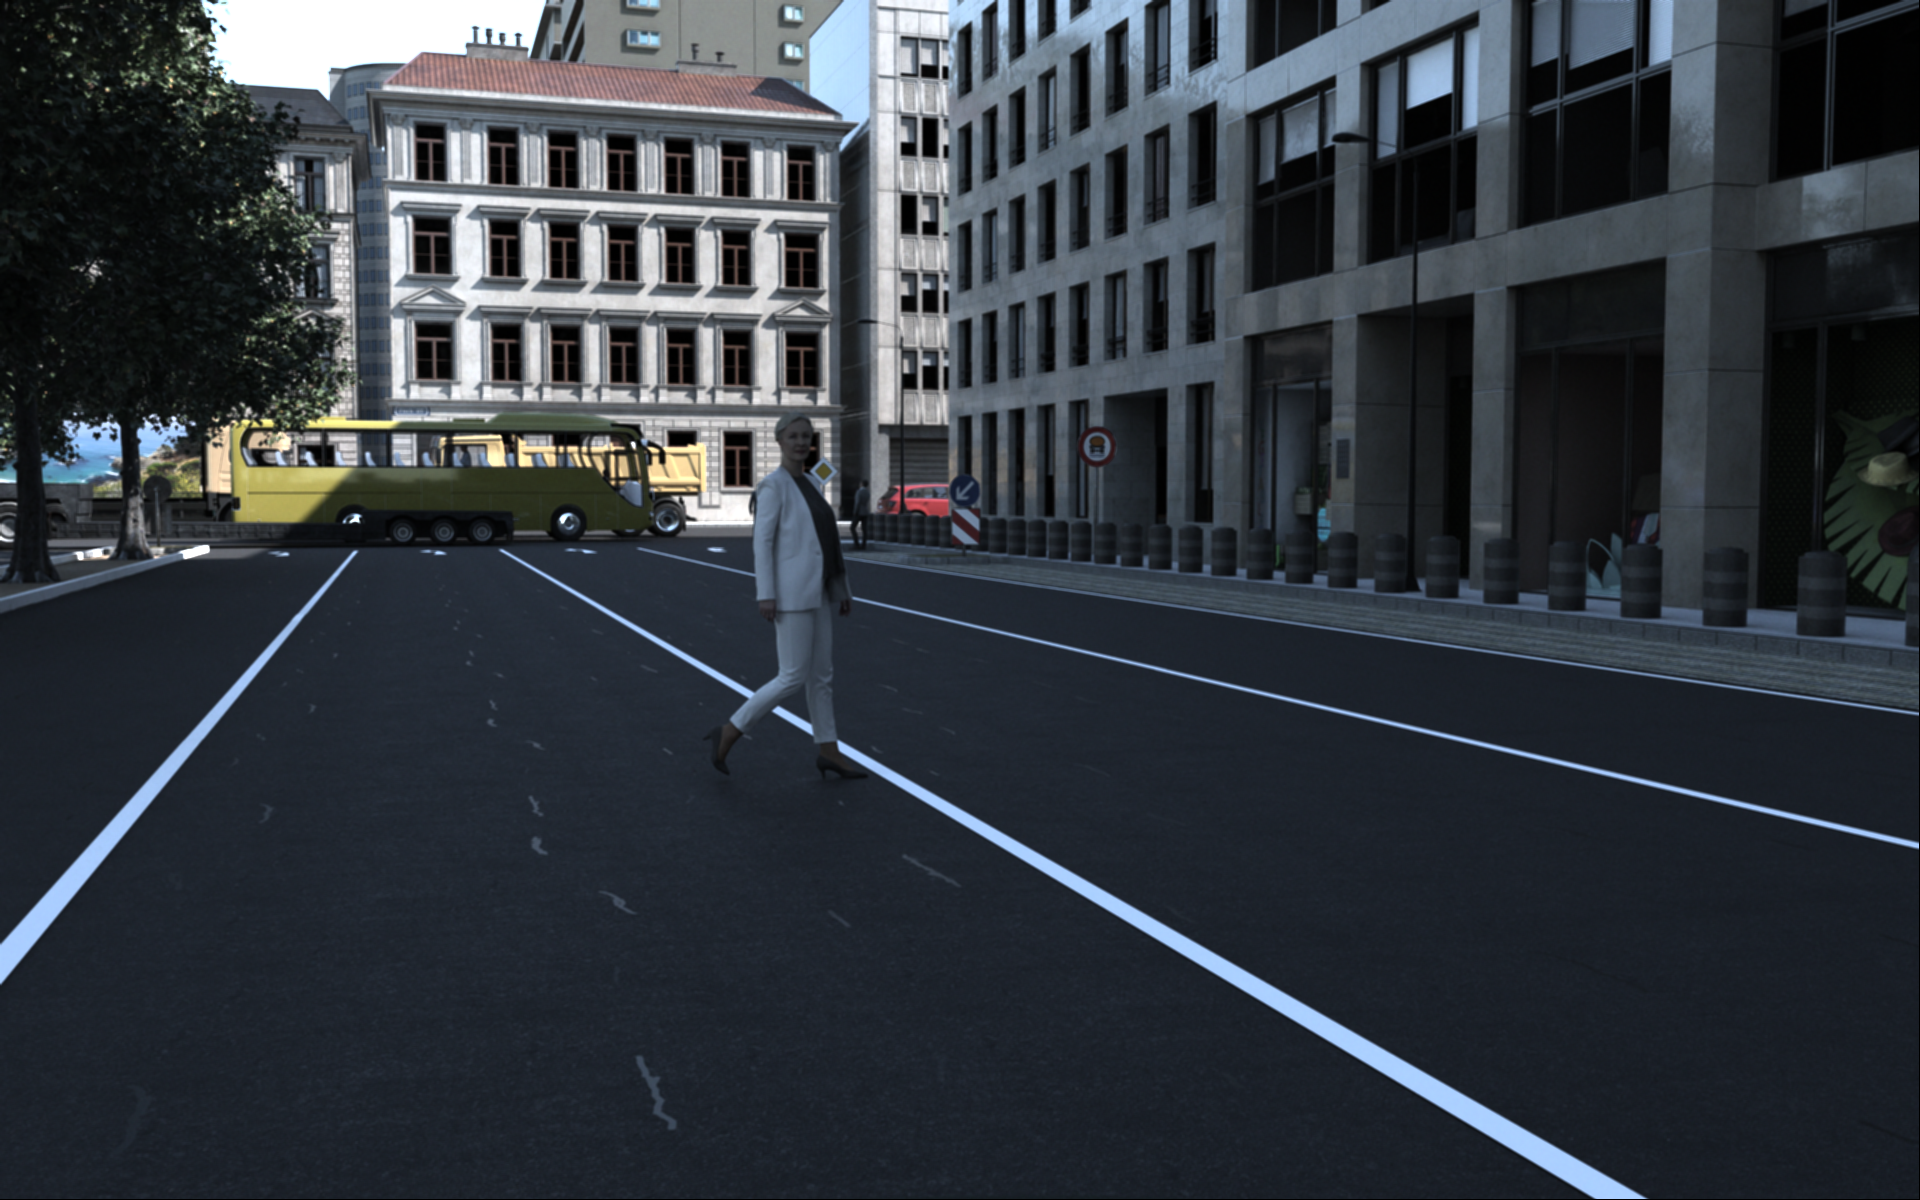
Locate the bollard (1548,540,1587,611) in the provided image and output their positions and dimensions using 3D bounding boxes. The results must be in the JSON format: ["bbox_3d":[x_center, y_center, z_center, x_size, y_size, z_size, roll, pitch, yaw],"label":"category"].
[{"bbox_3d":[6.710,-0.270,19.128,0.404,0.777,0.398,0,3,0],"label":"bollard"}]

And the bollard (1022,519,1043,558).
[{"bbox_3d":[1.565,-1.252,35.180,0.404,0.777,0.398,0,3,0],"label":"bollard"}]

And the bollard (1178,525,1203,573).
[{"bbox_3d":[3.769,-0.831,28.298,0.404,0.777,0.398,0,3,0],"label":"bollard"}]

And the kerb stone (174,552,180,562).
[{"bbox_3d":[-16.627,-0.876,36.524,0.120,0.150,1.000,-1,4,-18],"label":"kerb stone"}]

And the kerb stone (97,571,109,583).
[{"bbox_3d":[-13.804,-0.334,27.698,0.120,0.150,1.000,-1,4,-18],"label":"kerb stone"}]

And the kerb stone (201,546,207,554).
[{"bbox_3d":[-18.195,-1.176,41.418,0.120,0.150,1.000,-1,4,-18],"label":"kerb stone"}]

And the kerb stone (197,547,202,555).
[{"bbox_3d":[-17.886,-1.109,40.434,0.120,0.150,1.000,-1,4,-18],"label":"kerb stone"}]

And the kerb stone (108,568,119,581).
[{"bbox_3d":[-14.115,-0.396,28.676,0.120,0.150,1.000,-1,4,-18],"label":"kerb stone"}]

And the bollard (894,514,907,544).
[{"bbox_3d":[-1.384,-1.815,44.385,0.404,0.777,0.398,0,3,0],"label":"bollard"}]

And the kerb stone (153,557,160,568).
[{"bbox_3d":[-15.684,-0.696,33.575,0.120,0.150,1.000,-1,4,-18],"label":"kerb stone"}]

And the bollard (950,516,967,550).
[{"bbox_3d":[0.088,-1.533,39.787,0.404,0.777,0.398,0,3,0],"label":"bollard"}]

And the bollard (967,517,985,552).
[{"bbox_3d":[0.455,-1.463,38.642,0.404,0.777,0.398,0,3,0],"label":"bollard"}]

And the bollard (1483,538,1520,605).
[{"bbox_3d":[6.342,-0.340,20.282,0.404,0.777,0.398,0,3,0],"label":"bollard"}]

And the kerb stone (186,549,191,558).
[{"bbox_3d":[-17.257,-0.996,38.478,0.120,0.150,1.000,-1,4,-18],"label":"kerb stone"}]

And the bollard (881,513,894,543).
[{"bbox_3d":[-1.752,-1.885,45.529,0.404,0.777,0.398,0,3,0],"label":"bollard"}]

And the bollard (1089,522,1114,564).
[{"bbox_3d":[2.667,-1.041,31.739,0.404,0.777,0.398,0,3,0],"label":"bollard"}]

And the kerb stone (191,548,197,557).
[{"bbox_3d":[-17.567,-1.055,39.458,0.120,0.150,1.000,-1,4,-18],"label":"kerb stone"}]

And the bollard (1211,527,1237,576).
[{"bbox_3d":[4.139,-0.761,27.155,0.404,0.777,0.398,0,3,0],"label":"bollard"}]

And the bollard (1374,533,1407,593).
[{"bbox_3d":[5.611,-0.480,22.573,0.404,0.777,0.398,0,3,0],"label":"bollard"}]

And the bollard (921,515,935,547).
[{"bbox_3d":[-0.650,-1.675,42.096,0.404,0.777,0.398,0,3,0],"label":"bollard"}]

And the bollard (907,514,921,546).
[{"bbox_3d":[-1.018,-1.745,43.240,0.404,0.777,0.398,0,3,0],"label":"bollard"}]

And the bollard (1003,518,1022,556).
[{"bbox_3d":[1.200,-1.322,36.325,0.404,0.777,0.398,0,3,0],"label":"bollard"}]

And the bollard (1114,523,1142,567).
[{"bbox_3d":[3.037,-0.971,30.588,0.404,0.777,0.398,0,3,0],"label":"bollard"}]

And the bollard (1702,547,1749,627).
[{"bbox_3d":[7.442,-0.130,16.837,0.404,0.777,0.398,0,3,0],"label":"bollard"}]

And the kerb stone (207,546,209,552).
[{"bbox_3d":[-18.509,-1.235,42.396,0.120,0.150,1.000,-1,4,-18],"label":"kerb stone"}]

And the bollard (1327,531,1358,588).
[{"bbox_3d":[5.241,-0.550,23.717,0.404,0.777,0.398,0,3,0],"label":"bollard"}]

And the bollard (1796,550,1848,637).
[{"bbox_3d":[7.808,-0.060,15.692,0.404,0.777,0.398,0,3,0],"label":"bollard"}]

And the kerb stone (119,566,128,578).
[{"bbox_3d":[-14.427,-0.456,29.654,0.120,0.150,1.000,-1,4,-18],"label":"kerb stone"}]

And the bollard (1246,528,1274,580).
[{"bbox_3d":[4.507,-0.691,26.009,0.404,0.777,0.398,0,3,0],"label":"bollard"}]

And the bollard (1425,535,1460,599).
[{"bbox_3d":[5.971,-0.410,21.426,0.404,0.777,0.398,0,3,0],"label":"bollard"}]

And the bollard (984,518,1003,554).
[{"bbox_3d":[0.829,-1.392,37.474,0.404,0.777,0.398,0,3,0],"label":"bollard"}]

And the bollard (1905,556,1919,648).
[{"bbox_3d":[8.175,0.010,14.548,0.404,0.777,0.398,0,3,0],"label":"bollard"}]

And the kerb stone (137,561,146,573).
[{"bbox_3d":[-15.055,-0.576,31.621,0.120,0.150,1.000,-1,4,-18],"label":"kerb stone"}]

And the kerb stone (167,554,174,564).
[{"bbox_3d":[-16.316,-0.817,35.546,0.120,0.150,1.000,-1,4,-18],"label":"kerb stone"}]

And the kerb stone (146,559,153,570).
[{"bbox_3d":[-15.368,-0.636,32.598,0.120,0.150,1.000,-1,4,-18],"label":"kerb stone"}]

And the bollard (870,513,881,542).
[{"bbox_3d":[-2.115,-1.955,46.674,0.404,0.777,0.398,0,3,0],"label":"bollard"}]

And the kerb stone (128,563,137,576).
[{"bbox_3d":[-14.737,-0.516,30.633,0.120,0.150,1.000,-1,4,-18],"label":"kerb stone"}]

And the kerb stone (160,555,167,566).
[{"bbox_3d":[-16.003,-0.757,34.565,0.120,0.150,1.000,-1,4,-18],"label":"kerb stone"}]

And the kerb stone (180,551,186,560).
[{"bbox_3d":[-16.935,-0.936,37.503,0.120,0.150,1.000,-1,4,-18],"label":"kerb stone"}]

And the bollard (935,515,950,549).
[{"bbox_3d":[-0.283,-1.604,40.941,0.404,0.777,0.398,0,3,0],"label":"bollard"}]

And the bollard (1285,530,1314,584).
[{"bbox_3d":[4.874,-0.621,24.865,0.404,0.777,0.398,0,3,0],"label":"bollard"}]

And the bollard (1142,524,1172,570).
[{"bbox_3d":[3.406,-0.901,29.444,0.404,0.777,0.398,0,3,0],"label":"bollard"}]

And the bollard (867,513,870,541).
[{"bbox_3d":[-2.488,-2.025,47.826,0.404,0.777,0.398,0,3,0],"label":"bollard"}]

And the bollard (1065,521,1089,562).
[{"bbox_3d":[2.302,-1.111,32.884,0.404,0.777,0.398,0,3,0],"label":"bollard"}]

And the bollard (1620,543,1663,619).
[{"bbox_3d":[7.076,-0.200,17.981,0.404,0.777,0.398,0,3,0],"label":"bollard"}]

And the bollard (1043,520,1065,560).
[{"bbox_3d":[1.933,-1.181,34.032,0.404,0.777,0.398,0,3,0],"label":"bollard"}]
